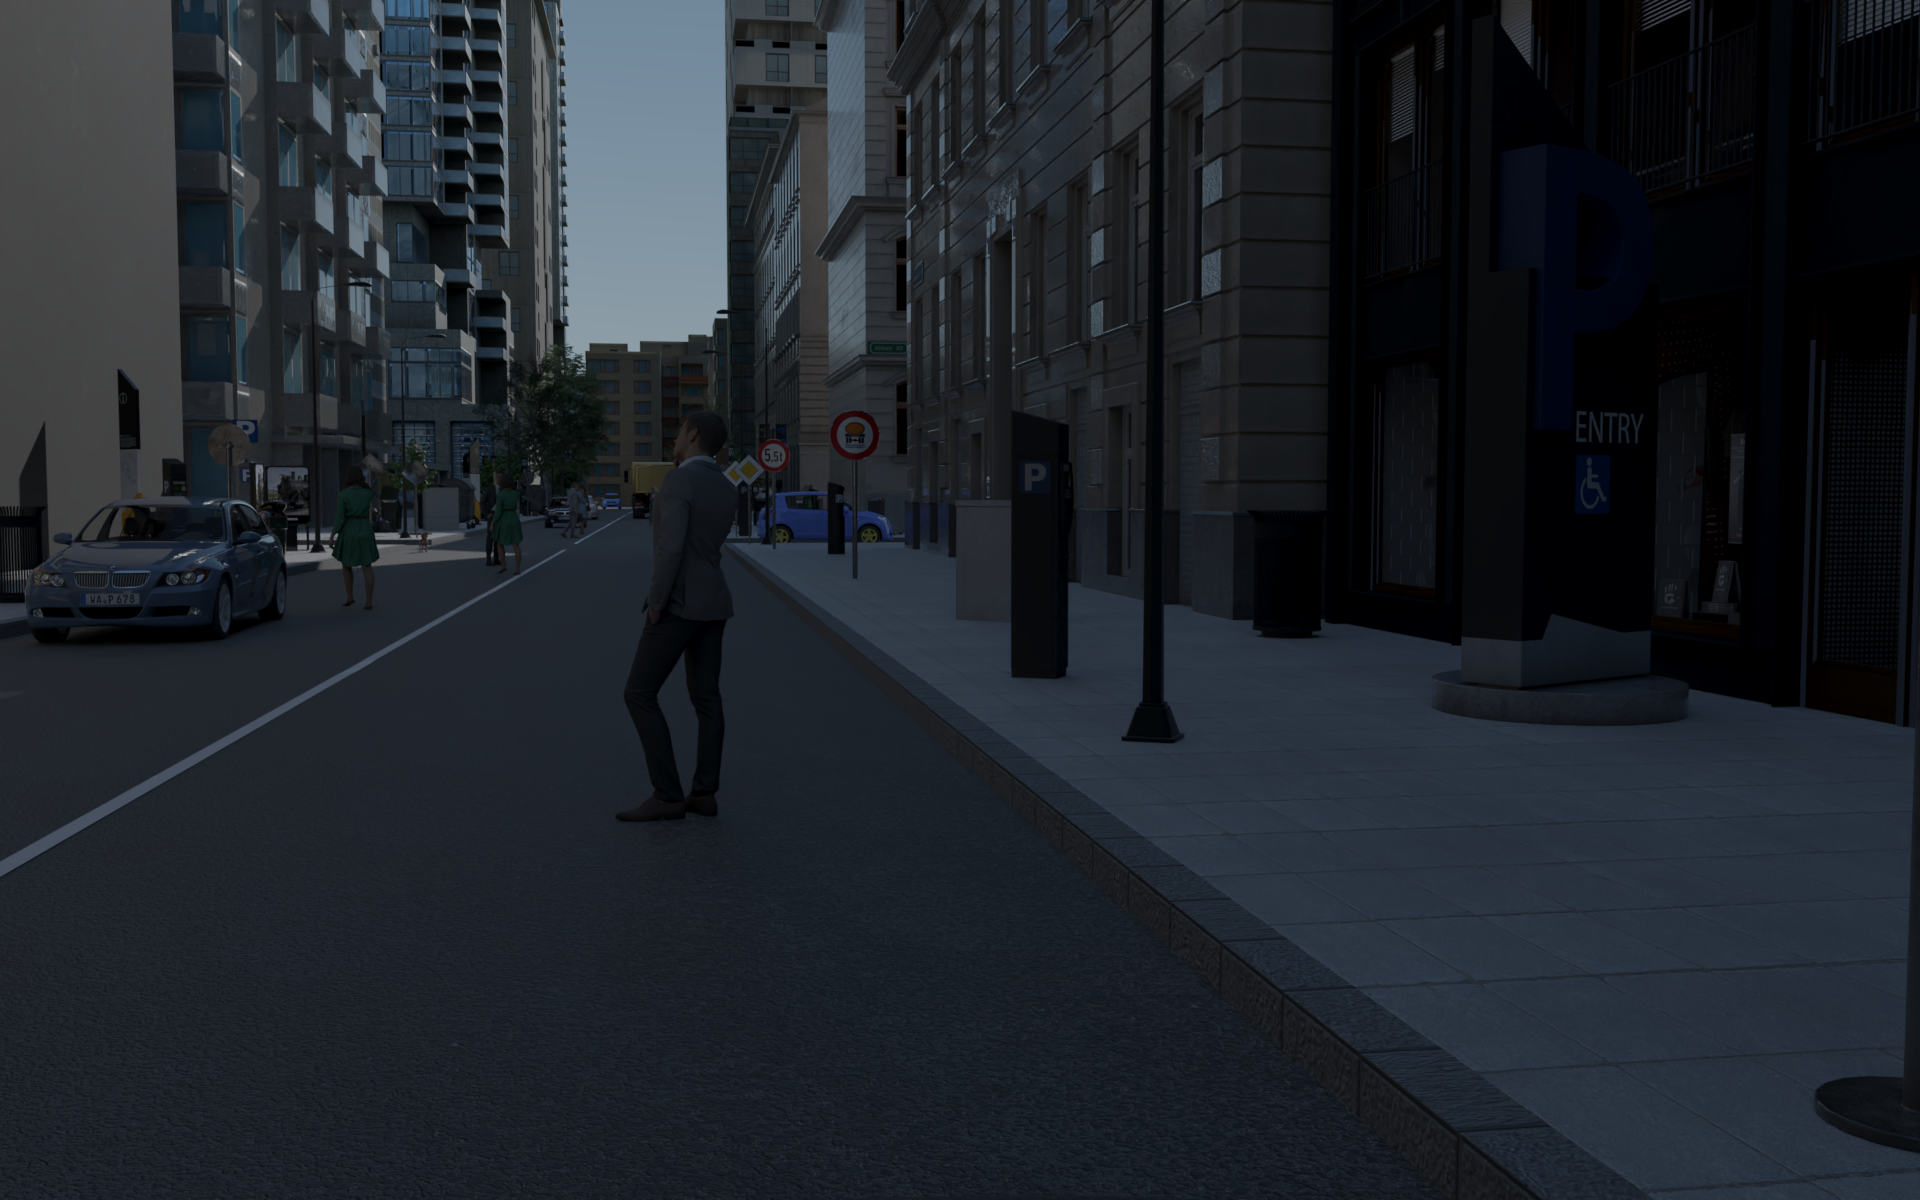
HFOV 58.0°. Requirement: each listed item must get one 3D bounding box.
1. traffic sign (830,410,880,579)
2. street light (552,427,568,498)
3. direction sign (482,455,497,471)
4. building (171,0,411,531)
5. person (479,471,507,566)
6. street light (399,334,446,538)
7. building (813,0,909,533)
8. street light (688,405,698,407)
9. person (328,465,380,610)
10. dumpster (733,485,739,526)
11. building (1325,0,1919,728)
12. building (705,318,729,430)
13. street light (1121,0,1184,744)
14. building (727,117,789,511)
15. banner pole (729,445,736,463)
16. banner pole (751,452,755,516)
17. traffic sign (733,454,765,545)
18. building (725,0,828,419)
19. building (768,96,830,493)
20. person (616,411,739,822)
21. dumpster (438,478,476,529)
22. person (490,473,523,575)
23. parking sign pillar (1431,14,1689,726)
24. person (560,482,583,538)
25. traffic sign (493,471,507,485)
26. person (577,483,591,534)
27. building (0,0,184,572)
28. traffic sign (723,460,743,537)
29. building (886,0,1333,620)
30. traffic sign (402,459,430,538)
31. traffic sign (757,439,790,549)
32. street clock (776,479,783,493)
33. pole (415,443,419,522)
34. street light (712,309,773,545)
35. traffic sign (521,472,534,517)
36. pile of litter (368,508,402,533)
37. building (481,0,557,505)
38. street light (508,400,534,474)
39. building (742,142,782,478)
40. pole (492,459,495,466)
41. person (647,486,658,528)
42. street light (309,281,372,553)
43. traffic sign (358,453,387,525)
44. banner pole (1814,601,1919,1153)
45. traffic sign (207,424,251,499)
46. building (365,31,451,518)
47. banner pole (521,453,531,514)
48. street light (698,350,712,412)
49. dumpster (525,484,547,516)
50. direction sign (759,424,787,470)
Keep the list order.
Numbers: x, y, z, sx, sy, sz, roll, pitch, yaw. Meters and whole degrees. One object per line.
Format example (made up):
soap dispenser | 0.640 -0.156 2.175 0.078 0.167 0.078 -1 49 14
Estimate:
traffic sign | -1.593 -1.598 26.228 0.768 2.556 0.104 -1 4 -9
street light | -27.619 -9.001 119.699 1.470 5.913 1.316 -1 4 -10
direction sign | -27.478 -6.677 101.164 0.876 3.537 0.379 0 4 7
building | -34.107 -27.165 63.762 23.786 49.044 30.456 -1 4 -10
person | -9.271 -1.646 34.773 0.474 1.900 0.648 3 5 40
street light | -15.601 -4.755 50.289 1.470 5.913 1.316 -1 4 -10
building | 6.776 -16.880 63.377 23.554 28.519 14.401 -1 4 -10
street light | -13.492 -7.211 90.447 1.470 5.913 1.316 -1 4 -10
person | -7.511 -0.782 21.538 0.529 1.795 0.600 3 5 42
dumpster | -9.197 -3.834 68.440 1.264 1.857 1.865 -1 4 -10
building | 11.040 -11.019 9.837 12.332 23.373 15.834 -1 4 -10
building | -12.835 -20.894 186.648 27.650 21.520 28.899 -1 4 -10
street light | 0.476 -2.218 8.808 1.470 5.913 1.316 -1 4 -10
building | -11.337 -22.341 136.971 14.160 30.474 14.107 -1 4 -10
banner pole | -10.500 -5.397 78.265 0.863 3.779 0.401 1 4 22
banner pole | -12.257 -6.886 102.601 0.401 3.779 0.863 -2 4 -26
traffic sign | -5.336 -2.459 43.848 0.795 2.450 0.064 -1 4 -10
building | -7.315 -34.789 158.044 28.713 52.752 27.495 -1 4 -10
building | -4.223 -14.609 88.003 9.793 20.994 18.267 -1 4 -10
person | -1.246 0.059 7.709 0.473 1.802 0.592 3 4 39
dumpster | -18.446 -3.527 63.432 1.264 1.857 1.865 -1 4 -10
person | -8.001 -1.341 30.668 0.529 1.795 0.600 3 4 36
parking sign pillar | 3.549 -1.327 10.174 1.447 3.967 1.447 -3 4 -37
person | -12.603 -2.929 56.503 0.853 1.813 0.709 -3 4 -38
traffic sign | -20.659 -4.634 77.893 0.606 2.300 0.079 0 4 -5
person | -13.518 -3.272 62.092 0.616 1.811 0.778 -2 4 -26
building | -24.277 -12.320 31.116 15.834 23.373 12.332 -1 4 -10
traffic sign | -6.688 -2.940 51.718 0.795 2.450 0.064 -1 4 -10
building | 6.280 -14.212 29.631 12.463 27.353 25.104 -1 4 -10
traffic sign | -15.753 -2.847 50.188 0.795 2.450 0.064 -1 4 -10
traffic sign | -4.310 -2.449 40.140 0.768 2.556 0.104 0 4 -2
street clock | -8.927 -4.947 85.450 0.358 2.002 0.471 1 4 18
pole | -21.657 -4.598 69.026 0.158 3.312 0.155 0 3 0
street light | -5.428 -4.357 43.783 1.470 5.913 1.316 -1 4 -10
traffic sign | -24.689 -6.041 98.876 0.768 2.556 0.104 0 4 -4
pile of litter | -19.532 -2.681 57.796 1.719 0.858 1.176 1 4 14
building | -56.106 -36.025 178.244 27.495 52.752 28.713 -1 4 -10
street light | -21.645 -6.895 85.278 1.470 5.913 1.316 -1 4 -10
building | -5.283 -17.072 112.413 16.112 22.955 30.059 -1 4 -10
pole | -27.060 -6.528 100.580 0.158 3.312 0.155 0 3 0
person | -13.071 -3.999 74.065 0.537 1.800 0.526 2 4 30
street light | -13.538 -3.996 37.870 1.470 5.913 1.316 -1 4 -10
traffic sign | -14.402 -2.365 42.318 0.795 2.450 0.064 -1 4 -10
banner pole | 2.150 -0.829 3.564 0.863 3.779 0.401 -3 4 -37
traffic sign | -13.272 -1.918 31.460 0.768 2.556 0.104 0 4 -3
building | -46.315 -24.815 97.614 32.217 40.220 23.993 -1 4 -10
banner pole | -26.322 -7.048 105.251 0.401 3.779 0.863 3 4 36
street light | -7.597 -5.102 55.952 1.470 5.913 1.316 -1 4 -10
dumpster | -25.330 -5.964 103.272 1.264 1.857 1.865 -1 4 -10
direction sign | -6.037 -3.912 55.952 0.876 3.537 0.379 0 4 -6
